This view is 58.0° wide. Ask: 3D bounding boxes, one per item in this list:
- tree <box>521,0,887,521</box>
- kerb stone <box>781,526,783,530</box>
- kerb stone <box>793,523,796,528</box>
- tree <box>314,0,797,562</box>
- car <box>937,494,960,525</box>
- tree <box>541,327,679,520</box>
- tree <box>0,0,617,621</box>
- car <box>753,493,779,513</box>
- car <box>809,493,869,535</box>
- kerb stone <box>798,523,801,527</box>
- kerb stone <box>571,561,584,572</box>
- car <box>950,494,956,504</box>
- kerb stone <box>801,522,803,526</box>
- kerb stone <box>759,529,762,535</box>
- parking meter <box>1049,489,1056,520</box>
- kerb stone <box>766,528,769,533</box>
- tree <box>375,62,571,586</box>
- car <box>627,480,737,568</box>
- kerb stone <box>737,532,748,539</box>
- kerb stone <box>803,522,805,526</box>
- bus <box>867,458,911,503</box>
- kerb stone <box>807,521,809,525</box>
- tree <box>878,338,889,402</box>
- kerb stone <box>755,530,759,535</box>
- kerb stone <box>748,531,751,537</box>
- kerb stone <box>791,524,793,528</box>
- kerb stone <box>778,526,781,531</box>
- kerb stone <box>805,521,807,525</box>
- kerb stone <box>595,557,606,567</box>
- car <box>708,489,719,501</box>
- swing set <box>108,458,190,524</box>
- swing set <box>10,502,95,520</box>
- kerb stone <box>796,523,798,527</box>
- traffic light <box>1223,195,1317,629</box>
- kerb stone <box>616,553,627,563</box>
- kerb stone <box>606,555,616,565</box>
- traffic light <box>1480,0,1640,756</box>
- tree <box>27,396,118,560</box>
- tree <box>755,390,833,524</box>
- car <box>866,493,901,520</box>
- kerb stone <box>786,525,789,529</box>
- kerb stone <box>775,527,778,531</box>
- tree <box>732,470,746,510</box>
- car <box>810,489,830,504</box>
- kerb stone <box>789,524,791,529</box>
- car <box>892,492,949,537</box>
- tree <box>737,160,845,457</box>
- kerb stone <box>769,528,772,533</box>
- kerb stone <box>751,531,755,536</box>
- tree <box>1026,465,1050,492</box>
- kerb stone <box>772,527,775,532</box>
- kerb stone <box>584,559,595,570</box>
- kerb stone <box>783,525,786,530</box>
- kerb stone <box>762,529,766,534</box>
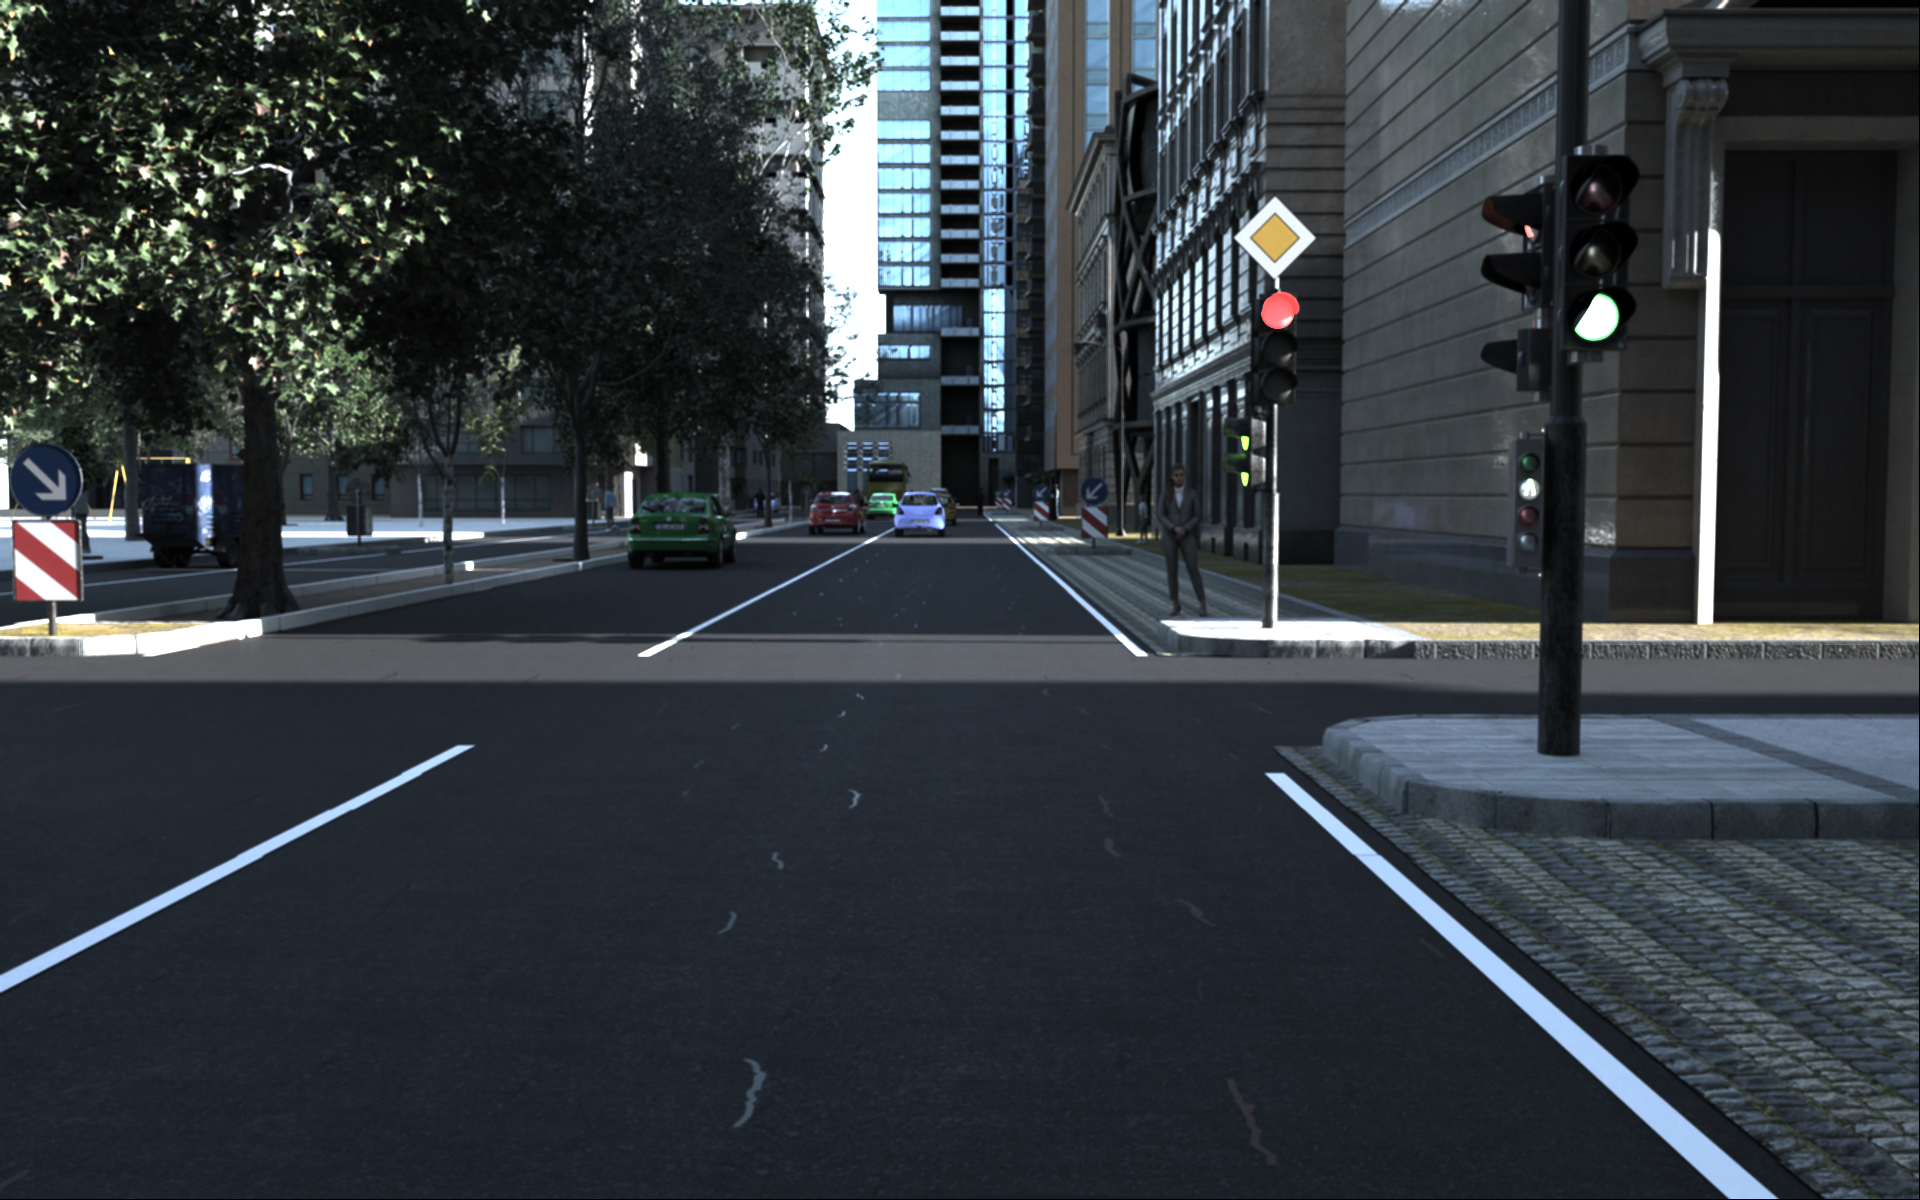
[{"bbox_3d":[-9.178,-12.267,58.915,12.611,20.169,13.585,0,3,0],"label":"tree"},{"bbox_3d":[-7.144,-2.798,67.936,0.120,0.150,1.000,0,3,0],"label":"kerb stone"},{"bbox_3d":[-7.135,-3.110,73.051,0.120,0.150,1.000,0,3,0],"label":"kerb stone"},{"bbox_3d":[-8.012,-7.548,36.238,12.009,13.543,11.850,0,3,0],"label":"tree"},{"bbox_3d":[-1.019,-4.315,80.768,2.015,1.641,3.980,0,4,0],"label":"car"},{"bbox_3d":[-17.224,-10.253,85.764,7.486,12.596,7.792,0,3,0],"label":"tree"},{"bbox_3d":[-8.038,-6.131,19.710,9.611,12.733,9.660,0,3,0],"label":"tree"},{"bbox_3d":[-14.743,-7.467,131.671,1.945,1.707,3.694,0,4,-1],"label":"car"},{"bbox_3d":[-4.426,-3.289,62.817,2.155,1.783,4.494,0,4,1],"label":"car"},{"bbox_3d":[-7.128,-3.236,75.109,0.120,0.150,1.000,0,3,0],"label":"kerb stone"},{"bbox_3d":[-7.175,-0.600,32.009,0.120,0.150,1.000,0,3,0],"label":"kerb stone"},{"bbox_3d":[-1.331,-9.407,164.022,2.015,1.641,3.980,0,4,0],"label":"car"},{"bbox_3d":[-7.139,-3.299,76.134,0.120,0.150,1.000,0,3,0],"label":"kerb stone"},{"bbox_3d":[-7.143,-2.354,60.748,0.120,0.150,1.000,0,3,0],"label":"kerb stone"},{"bbox_3d":[4.532,-4.687,85.039,0.372,1.533,0.369,0,3,0],"label":"parking meter"},{"bbox_3d":[-7.145,-2.484,62.808,0.120,0.150,1.000,0,3,0],"label":"kerb stone"},{"bbox_3d":[-7.965,-4.531,26.906,4.360,8.622,3.978,0,3,0],"label":"tree"},{"bbox_3d":[-5.549,-1.596,34.890,1.959,1.807,4.718,0,4,-1],"label":"car"},{"bbox_3d":[-7.155,-2.108,56.656,0.120,0.150,1.000,0,3,0],"label":"kerb stone"},{"bbox_3d":[-7.125,-3.362,77.161,0.120,0.150,1.000,0,3,0],"label":"kerb stone"},{"bbox_3d":[-4.893,-7.804,119.136,2.896,3.916,12.252,0,4,-1],"label":"bus"},{"bbox_3d":[-7.130,-3.480,79.214,0.120,0.150,1.000,0,3,0],"label":"kerb stone"},{"bbox_3d":[-8.046,-9.758,72.367,12.009,13.543,11.850,0,3,0],"label":"tree"},{"bbox_3d":[-7.146,-2.295,59.725,0.120,0.150,1.000,0,3,0],"label":"kerb stone"},{"bbox_3d":[-7.150,-2.170,57.680,0.120,0.150,1.000,0,3,0],"label":"kerb stone"},{"bbox_3d":[-7.144,-3.045,72.029,0.120,0.150,1.000,0,3,0],"label":"kerb stone"},{"bbox_3d":[-7.135,-2.735,66.914,0.120,0.150,1.000,0,3,0],"label":"kerb stone"},{"bbox_3d":[-7.136,-3.425,78.189,0.120,0.150,1.000,0,3,0],"label":"kerb stone"},{"bbox_3d":[-7.179,-0.726,34.064,0.120,0.150,1.000,0,3,0],"label":"kerb stone"},{"bbox_3d":[-11.329,-4.158,76.787,1.959,1.807,4.718,0,4,0],"label":"car"},{"bbox_3d":[-34.896,-4.719,74.772,3.119,2.851,2.862,0,4,-6],"label":"swing set"},{"bbox_3d":[-45.431,-5.456,86.827,2.862,2.851,3.119,0,4,-1],"label":"swing set"},{"bbox_3d":[-7.133,-3.168,74.074,0.120,0.150,1.000,0,3,0],"label":"kerb stone"},{"bbox_3d":[2.946,-1.685,16.466,0.839,4.253,0.868,0,3,0],"label":"traffic light"},{"bbox_3d":[-7.167,-0.852,36.129,0.120,0.150,1.000,0,3,0],"label":"kerb stone"},{"bbox_3d":[-7.173,-0.786,35.086,0.120,0.150,1.000,0,3,0],"label":"kerb stone"},{"bbox_3d":[0.845,-2.060,8.341,4.771,5.953,1.251,0,3,0],"label":"traffic light"},{"bbox_3d":[-17.405,-2.420,34.172,1.663,3.219,1.824,0,3,0],"label":"tree"},{"bbox_3d":[-7.995,-7.896,81.924,4.737,8.622,4.395,0,3,0],"label":"tree"},{"bbox_3d":[-4.197,-5.355,96.347,1.959,1.807,4.718,0,4,2],"label":"car"},{"bbox_3d":[-7.138,-2.923,69.981,0.120,0.150,1.000,0,3,0],"label":"kerb stone"},{"bbox_3d":[-7.139,-2.672,65.890,0.120,0.150,1.000,0,3,0],"label":"kerb stone"},{"bbox_3d":[-17.816,-8.749,137.641,1.663,3.219,1.824,0,3,0],"label":"tree"},{"bbox_3d":[-5.591,-4.029,75.459,1.945,1.707,3.694,0,4,0],"label":"car"},{"bbox_3d":[-7.138,-2.979,71.007,0.120,0.150,1.000,0,3,0],"label":"kerb stone"},{"bbox_3d":[-1.344,-3.016,58.908,1.945,1.707,3.694,0,4,0],"label":"car"},{"bbox_3d":[-8.106,-7.810,47.153,9.611,12.733,9.660,0,3,0],"label":"tree"},{"bbox_3d":[-7.147,-2.541,63.831,0.120,0.150,1.000,0,3,0],"label":"kerb stone"},{"bbox_3d":[-7.153,-2.233,58.702,0.120,0.150,1.000,0,3,0],"label":"kerb stone"},{"bbox_3d":[5.124,-7.226,112.745,1.663,3.219,1.824,0,3,0],"label":"tree"},{"bbox_3d":[-7.142,-2.603,64.859,0.120,0.150,1.000,0,3,0],"label":"kerb stone"},{"bbox_3d":[-7.174,-0.659,33.033,0.120,0.150,1.000,0,3,0],"label":"kerb stone"},{"bbox_3d":[-7.147,-2.857,68.959,0.120,0.150,1.000,0,3,0],"label":"kerb stone"},{"bbox_3d":[-7.139,-2.421,61.779,0.120,0.150,1.000,0,3,0],"label":"kerb stone"}]
